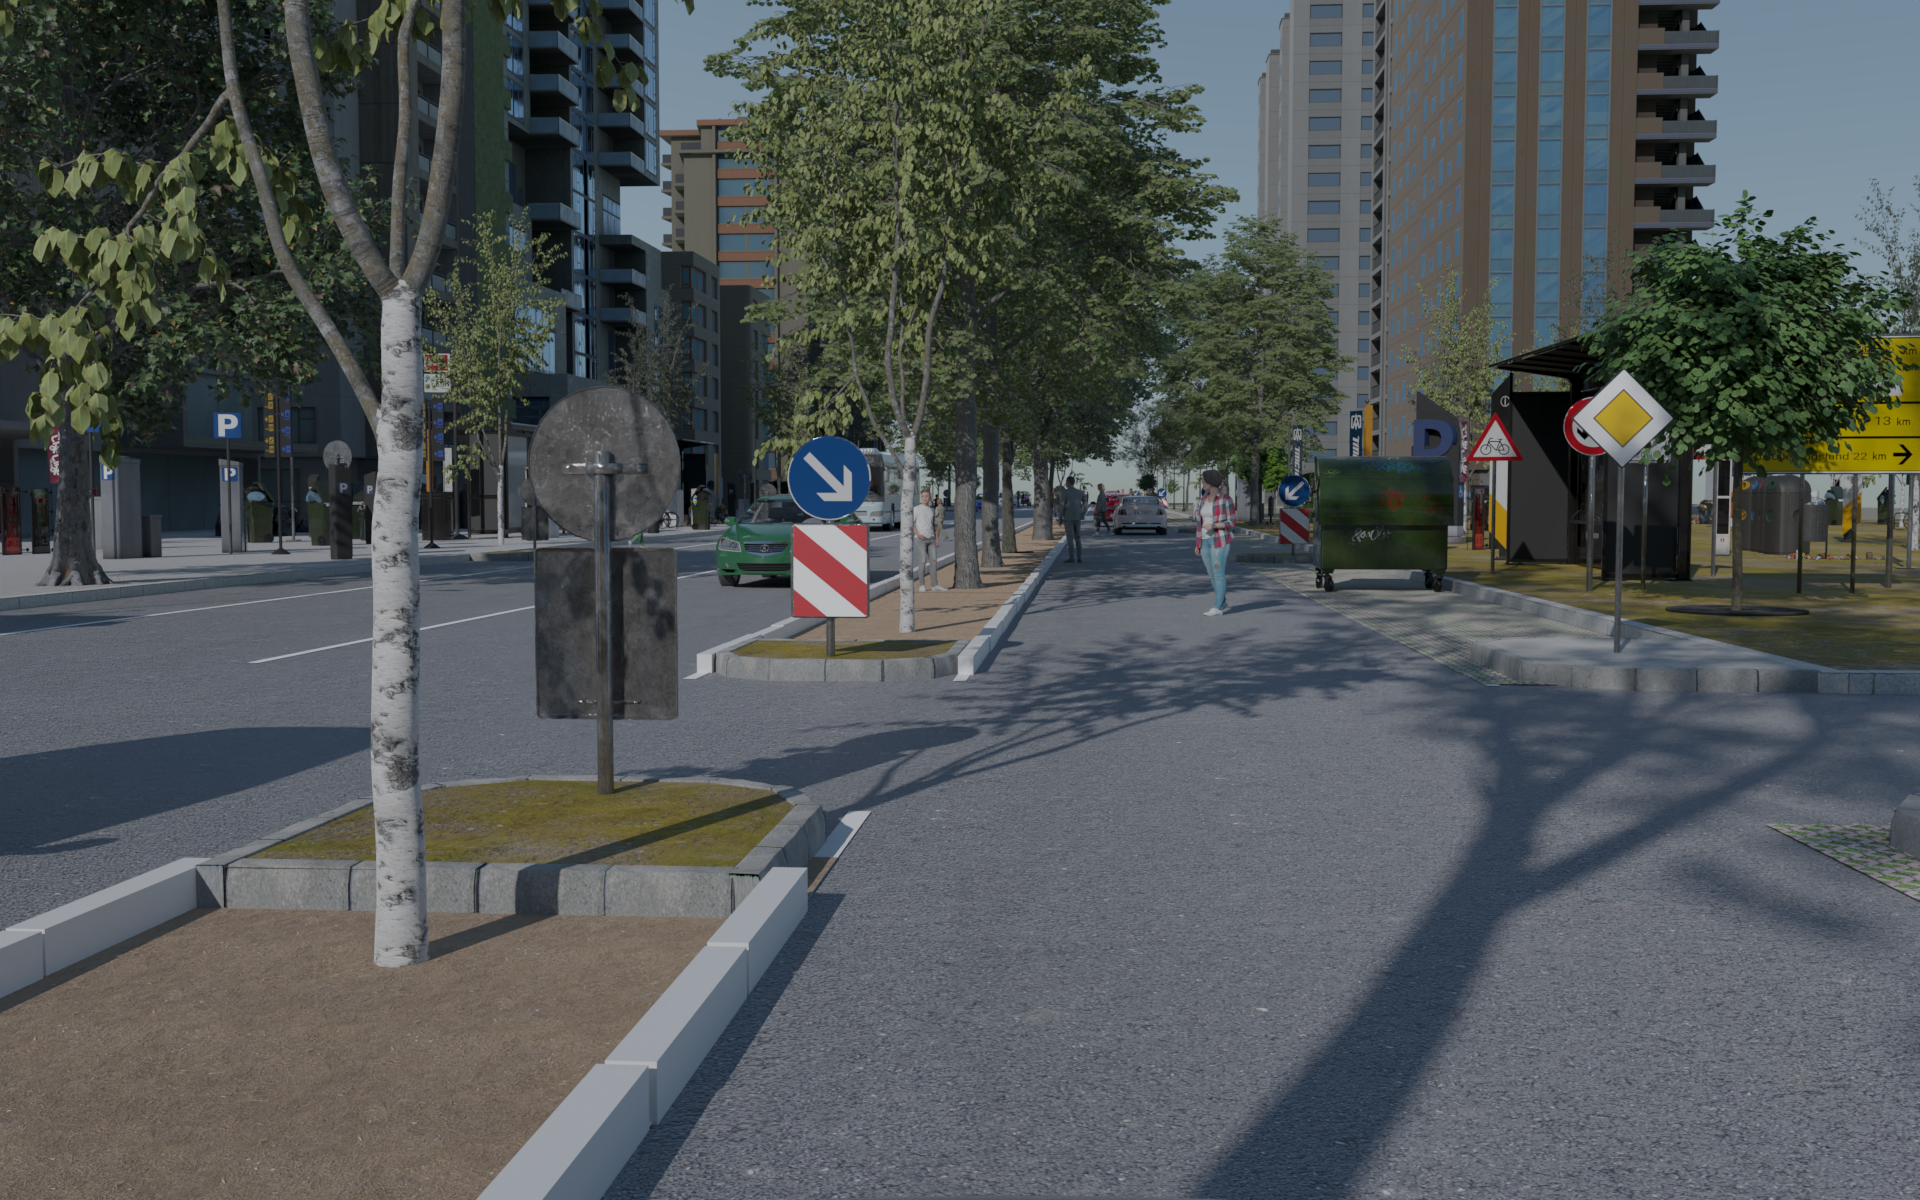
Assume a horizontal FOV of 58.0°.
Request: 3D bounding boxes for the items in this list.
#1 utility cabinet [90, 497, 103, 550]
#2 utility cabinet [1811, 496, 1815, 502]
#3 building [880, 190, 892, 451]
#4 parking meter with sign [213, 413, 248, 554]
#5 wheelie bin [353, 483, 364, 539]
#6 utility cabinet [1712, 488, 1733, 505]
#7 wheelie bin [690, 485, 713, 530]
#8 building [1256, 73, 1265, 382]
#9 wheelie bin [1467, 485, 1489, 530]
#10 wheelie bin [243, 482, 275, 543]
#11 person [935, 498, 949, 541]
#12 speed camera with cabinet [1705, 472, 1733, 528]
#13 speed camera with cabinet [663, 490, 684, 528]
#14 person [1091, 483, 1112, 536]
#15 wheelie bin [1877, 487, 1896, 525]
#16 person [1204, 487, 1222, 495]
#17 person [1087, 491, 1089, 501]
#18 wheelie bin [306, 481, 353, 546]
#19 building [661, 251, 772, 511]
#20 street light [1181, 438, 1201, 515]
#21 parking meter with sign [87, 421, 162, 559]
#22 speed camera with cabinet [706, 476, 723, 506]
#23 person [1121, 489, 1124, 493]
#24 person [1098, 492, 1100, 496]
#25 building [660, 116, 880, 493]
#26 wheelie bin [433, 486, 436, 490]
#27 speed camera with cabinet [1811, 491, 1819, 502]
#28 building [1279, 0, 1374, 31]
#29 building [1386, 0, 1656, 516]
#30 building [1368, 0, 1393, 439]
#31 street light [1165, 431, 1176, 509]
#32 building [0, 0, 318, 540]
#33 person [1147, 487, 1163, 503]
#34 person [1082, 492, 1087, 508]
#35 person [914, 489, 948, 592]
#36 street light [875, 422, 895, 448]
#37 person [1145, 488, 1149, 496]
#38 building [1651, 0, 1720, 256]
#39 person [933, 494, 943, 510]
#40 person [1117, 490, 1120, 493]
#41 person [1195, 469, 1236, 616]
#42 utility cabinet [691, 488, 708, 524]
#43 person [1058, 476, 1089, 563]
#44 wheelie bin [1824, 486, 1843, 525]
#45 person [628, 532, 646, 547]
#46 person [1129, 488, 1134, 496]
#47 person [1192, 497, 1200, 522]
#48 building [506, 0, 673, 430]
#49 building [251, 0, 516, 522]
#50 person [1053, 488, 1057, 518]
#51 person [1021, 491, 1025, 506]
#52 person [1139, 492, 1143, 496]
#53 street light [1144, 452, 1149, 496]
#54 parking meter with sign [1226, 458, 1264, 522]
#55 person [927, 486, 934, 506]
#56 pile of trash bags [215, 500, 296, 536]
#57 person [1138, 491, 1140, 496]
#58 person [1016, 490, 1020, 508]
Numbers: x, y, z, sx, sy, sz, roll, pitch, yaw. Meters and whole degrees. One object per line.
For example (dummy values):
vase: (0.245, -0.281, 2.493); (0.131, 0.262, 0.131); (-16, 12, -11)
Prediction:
utility cabinet: (-19.656, -1.781, 40.273); (1.020, 1.237, 0.306); (-3, 4, -39)
utility cabinet: (28.700, -2.927, 59.017); (0.306, 1.237, 1.020); (0, 4, -6)
building: (-20.763, -35.322, 232.131); (22.147, 44.769, 28.867); (0, 4, 5)
parking meter with sign: (-15.933, -2.550, 37.950); (0.543, 3.016, 1.738); (-1, 4, -18)
wheelie bin: (-17.339, -2.526, 49.201); (0.980, 1.594, 0.693); (-3, 5, -41)
utility cabinet: (29.958, -3.594, 67.442); (1.173, 1.500, 0.318); (0, 4, 3)
wheelie bin: (-9.252, -3.316, 62.121); (0.693, 1.594, 0.980); (0, 4, 8)
building: (50.176, -42.130, 230.816); (21.231, 58.520, 28.212); (0, 4, 5)
wheelie bin: (18.345, -3.265, 61.296); (0.980, 1.594, 0.693); (1, 4, 10)
wheelie bin: (-18.462, -2.304, 45.584); (0.693, 1.594, 0.980); (-3, 4, -38)
person: (-0.612, -2.440, 52.659); (0.640, 1.303, 0.475); (2, 4, 24)
speed camera with cabinet: (29.464, -4.400, 66.270); (2.038, 3.252, 0.660); (-2, 4, -26)
speed camera with cabinet: (-11.263, -4.442, 66.964); (0.660, 3.252, 2.038); (0, 4, 8)
person: (4.840, -3.083, 59.082); (0.728, 1.800, 0.709); (0, 4, 7)
wheelie bin: (38.656, -3.938, 72.297); (0.693, 1.594, 0.980); (2, 4, 31)
person: (6.507, -2.176, 44.177); (0.679, 1.850, 0.850); (2, 4, 32)
person: (17.859, -14.332, 242.925); (0.705, 1.812, 1.348); (0, 4, -6)
wheelie bin: (-15.811, -2.150, 43.068); (0.693, 1.594, 0.980); (2, 4, 32)
building: (-31.560, -17.977, 138.965); (27.650, 21.520, 28.899); (0, 4, 5)
street light: (14.437, -8.285, 107.995); (1.470, 5.913, 1.316); (0, 4, 5)
parking meter with sign: (-16.630, -2.331, 34.375); (0.543, 3.016, 1.738); (1, 4, 14)
speed camera with cabinet: (-13.338, -5.867, 90.260); (2.038, 3.252, 0.660); (2, 4, 31)
person: (9.765, -5.800, 103.882); (0.990, 1.755, 0.434); (1, 4, 20)
person: (15.735, -11.246, 193.158); (1.217, 1.735, 0.721); (-3, 5, -41)
building: (-22.643, -33.563, 203.375); (22.147, 44.769, 28.867); (0, 4, 5)
wheelie bin: (-20.239, -3.616, 67.035); (0.980, 1.594, 0.693); (-1, 4, -18)
speed camera with cabinet: (39.125, -5.312, 81.183); (2.038, 3.252, 0.660); (2, 4, 33)
building: (47.814, -40.399, 202.517); (21.231, 58.520, 28.212); (0, 4, 5)
building: (37.929, -28.728, 119.806); (14.600, 45.320, 14.200); (0, 4, 5)
building: (42.253, -42.701, 136.412); (20.563, 71.187, 20.611); (0, 4, 5)
street light: (15.898, -9.454, 127.110); (1.470, 5.913, 1.316); (0, 4, 5)
building: (-38.332, -28.215, 50.555); (28.713, 52.752, 27.495); (0, 4, 5)
person: (10.225, -5.109, 92.035); (1.348, 1.823, 0.705); (2, 4, 31)
person: (11.062, -8.854, 154.180); (0.541, 1.710, 0.530); (1, 4, 19)
person: (-0.475, -0.875, 25.394); (0.523, 1.515, 0.503); (2, 4, 25)
street light: (-4.873, -8.484, 111.261); (1.470, 5.913, 1.316); (0, 4, 5)
person: (11.278, -5.838, 104.042); (0.705, 1.812, 1.348); (0, 4, -2)
building: (36.408, -27.865, 105.709); (14.600, 45.320, 14.200); (0, 4, 5)
person: (-1.379, -5.440, 100.696); (1.065, 1.426, 0.557); (-2, 4, -33)
person: (11.609, -7.228, 127.461); (1.217, 1.735, 0.721); (2, 4, 31)
person: (3.039, -0.680, 20.457); (0.643, 1.720, 0.563); (-2, 4, -34)
utility cabinet: (-11.285, -4.066, 75.158); (0.318, 1.500, 1.173); (1, 4, 11)
person: (2.359, -1.689, 36.219); (0.635, 1.810, 0.391); (-2, 4, -32)
wheelie bin: (35.888, -3.860, 71.026); (0.980, 1.594, 0.693); (-2, 4, -25)
person: (-8.459, -2.001, 45.467); (0.590, 1.304, 0.306); (-3, 4, -37)
person: (11.196, -6.432, 113.759); (0.705, 1.812, 1.348); (-1, 4, -17)
person: (11.982, -4.609, 88.142); (0.394, 1.301, 0.425); (3, 4, 38)
building: (-30.840, -48.559, 106.617); (22.319, 86.520, 31.000); (0, 4, 5)
building: (-29.645, -24.186, 79.034); (14.154, 41.232, 14.086); (0, 4, 5)
person: (5.698, -5.927, 105.494); (1.348, 1.812, 0.705); (0, 3, 0)
person: (7.232, -11.741, 200.993); (0.721, 1.766, 1.217); (1, 4, 15)
person: (8.482, -4.272, 80.941); (0.523, 1.515, 0.503); (2, 4, 31)
street light: (21.063, -13.279, 189.646); (1.470, 5.913, 1.316); (0, 4, 5)
parking meter with sign: (13.242, -5.147, 80.407); (1.738, 3.016, 0.543); (0, 4, 3)
person: (-1.522, -4.653, 84.775); (0.606, 1.804, 0.583); (1, 4, 18)
pile of trash bags: (-21.015, -2.664, 53.301); (3.447, 1.369, 1.912); (-2, 4, -35)
person: (21.225, -12.028, 205.021); (0.709, 1.838, 0.599); (1, 4, 21)
person: (6.108, -10.653, 182.689); (0.705, 1.822, 1.348); (0, 4, 2)
